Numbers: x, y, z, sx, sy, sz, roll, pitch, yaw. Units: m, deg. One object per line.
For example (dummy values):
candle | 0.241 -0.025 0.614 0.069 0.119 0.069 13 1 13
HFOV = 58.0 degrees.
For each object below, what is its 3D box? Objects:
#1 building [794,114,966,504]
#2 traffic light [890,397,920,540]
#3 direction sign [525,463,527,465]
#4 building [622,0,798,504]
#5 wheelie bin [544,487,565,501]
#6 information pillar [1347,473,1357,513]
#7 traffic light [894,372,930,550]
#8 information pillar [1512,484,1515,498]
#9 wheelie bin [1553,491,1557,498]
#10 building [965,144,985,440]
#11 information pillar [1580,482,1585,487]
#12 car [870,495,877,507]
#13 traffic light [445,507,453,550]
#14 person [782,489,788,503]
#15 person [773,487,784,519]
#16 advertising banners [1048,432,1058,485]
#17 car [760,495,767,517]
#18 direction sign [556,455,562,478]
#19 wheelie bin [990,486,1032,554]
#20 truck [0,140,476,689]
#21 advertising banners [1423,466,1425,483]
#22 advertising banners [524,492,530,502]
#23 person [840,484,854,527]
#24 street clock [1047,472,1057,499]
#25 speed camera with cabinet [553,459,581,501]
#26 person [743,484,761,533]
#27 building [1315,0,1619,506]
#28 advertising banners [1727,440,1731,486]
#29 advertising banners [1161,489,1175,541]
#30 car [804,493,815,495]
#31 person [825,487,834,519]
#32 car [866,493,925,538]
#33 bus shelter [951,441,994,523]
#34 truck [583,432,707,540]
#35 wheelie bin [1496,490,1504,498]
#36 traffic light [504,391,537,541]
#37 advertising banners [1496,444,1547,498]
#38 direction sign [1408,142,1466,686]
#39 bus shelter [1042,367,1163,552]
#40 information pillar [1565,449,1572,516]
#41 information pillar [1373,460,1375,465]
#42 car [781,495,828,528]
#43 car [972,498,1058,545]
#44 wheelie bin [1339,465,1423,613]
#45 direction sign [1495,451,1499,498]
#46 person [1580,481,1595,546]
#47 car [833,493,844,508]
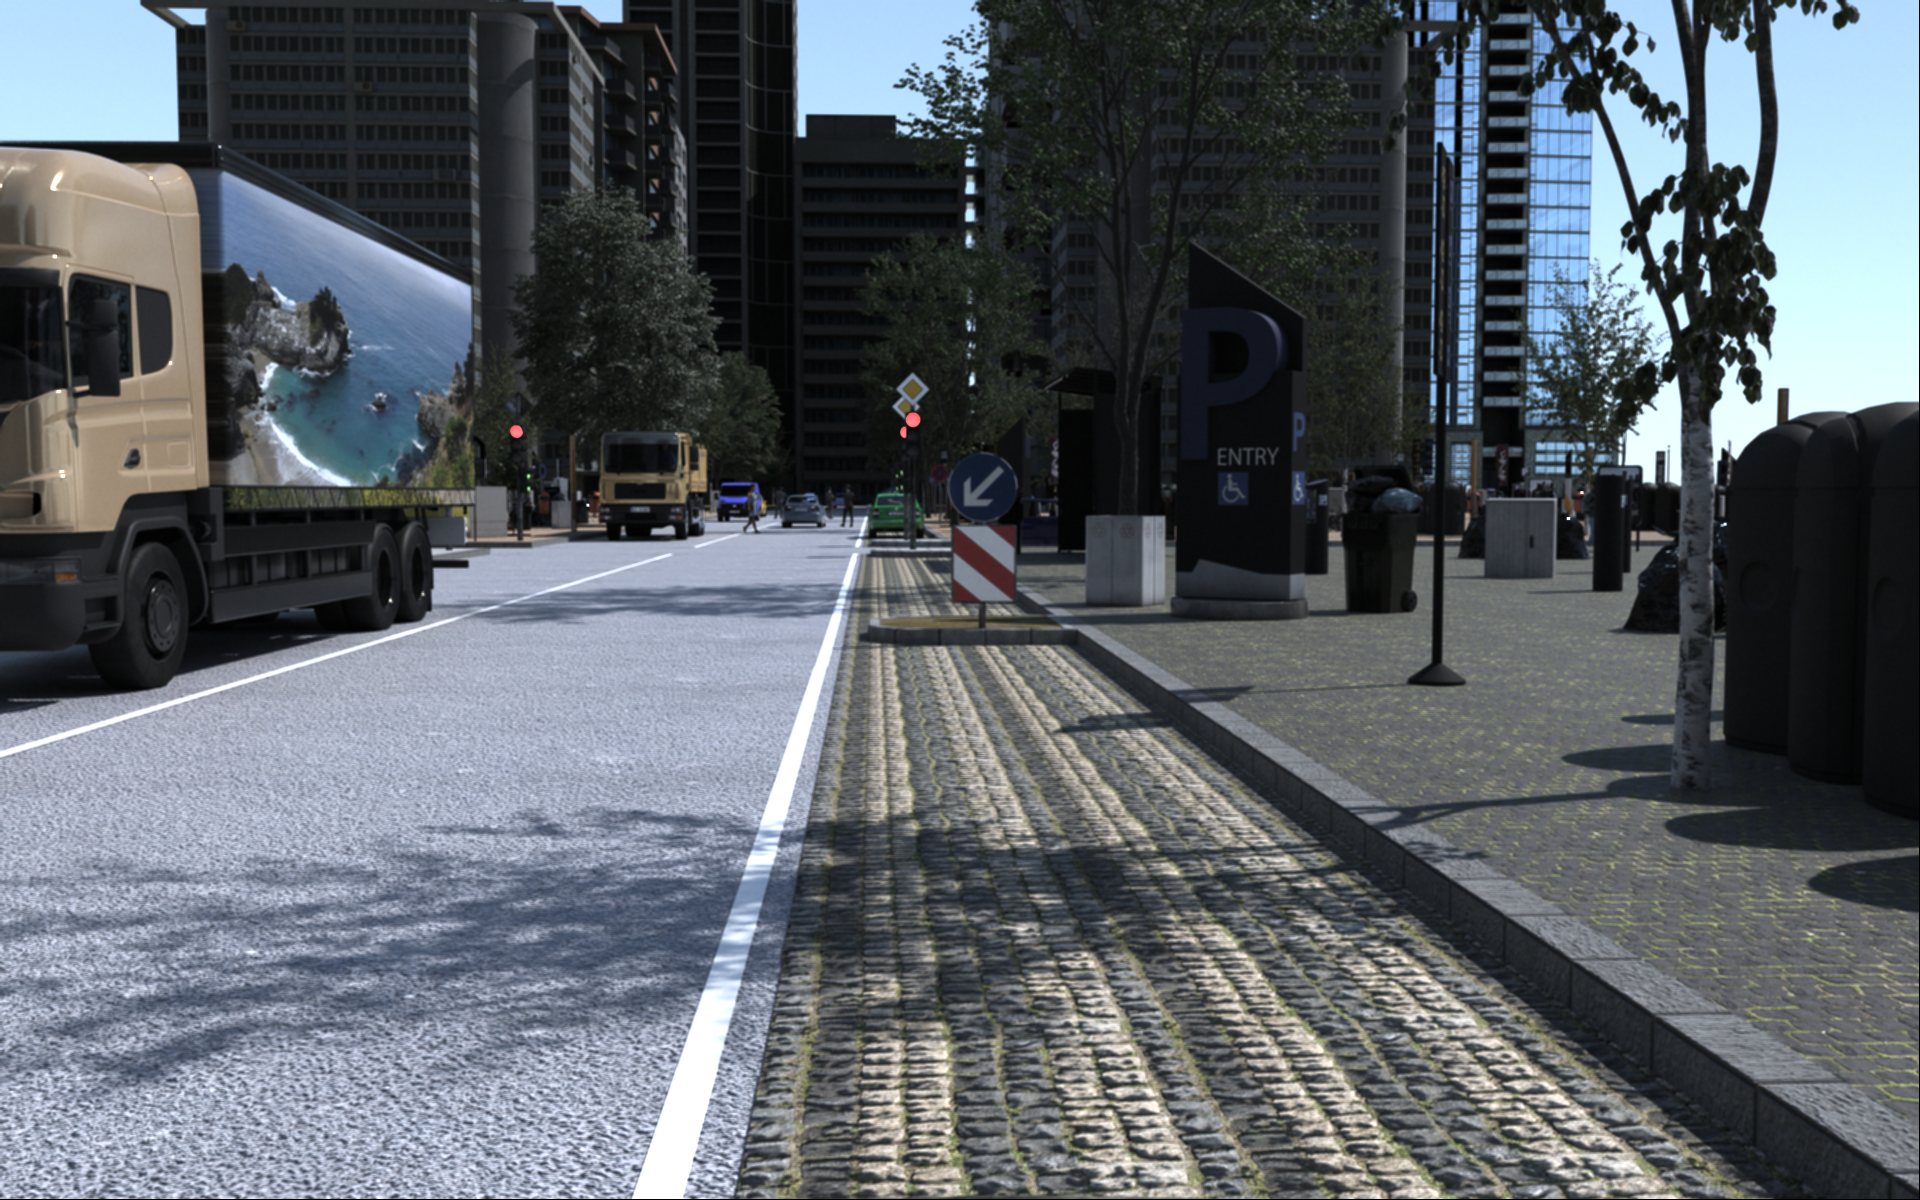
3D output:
building | -10.345 -36.765 224.808 21.600 48.544 21.300 0 4 -3
traffic light | -1.506 -3.612 47.972 0.839 4.253 0.868 0 4 -3
direction sign | -23.562 -6.172 92.903 0.876 3.537 0.379 2 4 24
building | -31.346 -47.906 221.519 20.611 71.187 20.563 0 4 -3
wheelie bin | -17.020 -3.946 72.419 0.980 1.594 0.693 0 4 -7
information pillar | 13.581 -3.388 59.879 0.304 2.012 0.304 -3 5 -42
traffic light | -1.107 -3.124 39.997 0.839 4.253 0.868 0 4 -3
information pillar | 39.211 -7.217 122.487 0.304 2.012 0.304 0 4 6
wheelie bin | 38.998 -6.512 114.386 0.693 1.594 0.980 3 4 37
building | 15.627 -37.156 227.104 30.456 49.044 23.786 0 4 -3
information pillar | 36.806 -5.985 102.344 0.304 2.012 0.304 0 4 6
car | -6.594 -8.126 145.442 1.945 1.354 3.894 0 4 -1
traffic light | -11.654 -3.091 39.456 0.839 4.253 0.868 0 4 -3
person | -12.988 -7.310 128.007 1.348 1.826 0.705 3 4 37
person | -10.576 -5.676 101.113 0.655 1.846 0.447 -1 4 -11
advertising banners | 3.209 -3.198 48.471 0.090 3.025 2.074 -3 5 -42
car | -13.013 -5.970 107.828 2.015 1.641 3.980 0 4 -2
direction sign | -23.505 -6.704 101.605 0.379 3.537 0.876 -3 4 -36
wheelie bin | 0.997 -1.795 37.251 0.693 1.594 0.980 -1 4 -18
truck | -7.138 -1.661 16.073 2.839 4.237 11.283 0 4 -1
advertising banners | 28.512 -6.826 107.797 0.090 3.025 2.074 0 4 -8
advertising banners | -21.893 -5.572 87.294 0.090 3.025 2.074 0 4 -3
person | -4.942 -4.129 75.778 0.659 1.850 0.755 -3 4 -38
street clock | 3.037 -3.198 56.858 0.358 2.002 0.471 -1 4 -13
speed camera with cabinet | -22.072 -6.301 97.362 0.660 3.252 2.038 -3 5 -44
person | -7.622 -3.340 63.205 0.778 1.811 0.616 2 4 27
building | 51.785 -53.136 181.443 31.000 86.520 22.319 0 4 -3
advertising banners | 25.263 -3.695 56.602 0.090 3.025 2.074 2 4 35
advertising banners | 6.426 -3.164 47.918 2.074 3.025 0.090 -1 4 -13
car | -16.480 -11.028 189.904 1.945 1.707 3.694 0 4 -3
person | -7.495 -5.563 99.422 0.622 1.834 0.822 2 4 28
car | -2.110 -2.944 56.937 1.959 1.807 4.718 0 4 -3
bus shelter | 0.577 -5.389 79.385 1.731 3.624 6.357 0 4 -3
truck | -9.907 -3.691 56.279 3.469 3.379 9.791 0 4 -3
wheelie bin | 37.326 -6.867 120.178 0.693 1.594 0.980 3 5 40
traffic light | -12.053 -3.579 47.431 0.839 4.253 0.868 0 4 -3
advertising banners | 19.327 -3.886 59.719 0.090 3.025 2.074 -3 4 -36
direction sign | 3.233 -1.201 11.640 0.379 3.537 0.876 1 4 21
bus shelter | 2.815 -2.679 35.093 1.731 3.624 6.357 0 4 -3
information pillar | 31.752 -6.058 90.403 0.183 3.616 0.504 -1 4 -11
information pillar | 28.580 -7.852 119.731 0.183 3.616 0.504 0 4 -1
car | -6.726 -3.837 74.739 2.014 1.417 4.499 0 4 -2
car | 2.194 -1.864 43.055 3.894 1.354 1.945 0 4 -2
wheelie bin | 4.582 -0.670 18.855 0.693 1.594 0.980 -3 5 -44
direction sign | 28.493 -6.098 91.701 0.379 3.537 0.876 0 4 -3
person | 16.486 -2.210 44.975 0.721 1.781 0.623 3 5 42
car | -11.867 -10.088 174.531 1.945 1.707 3.694 0 4 -2
